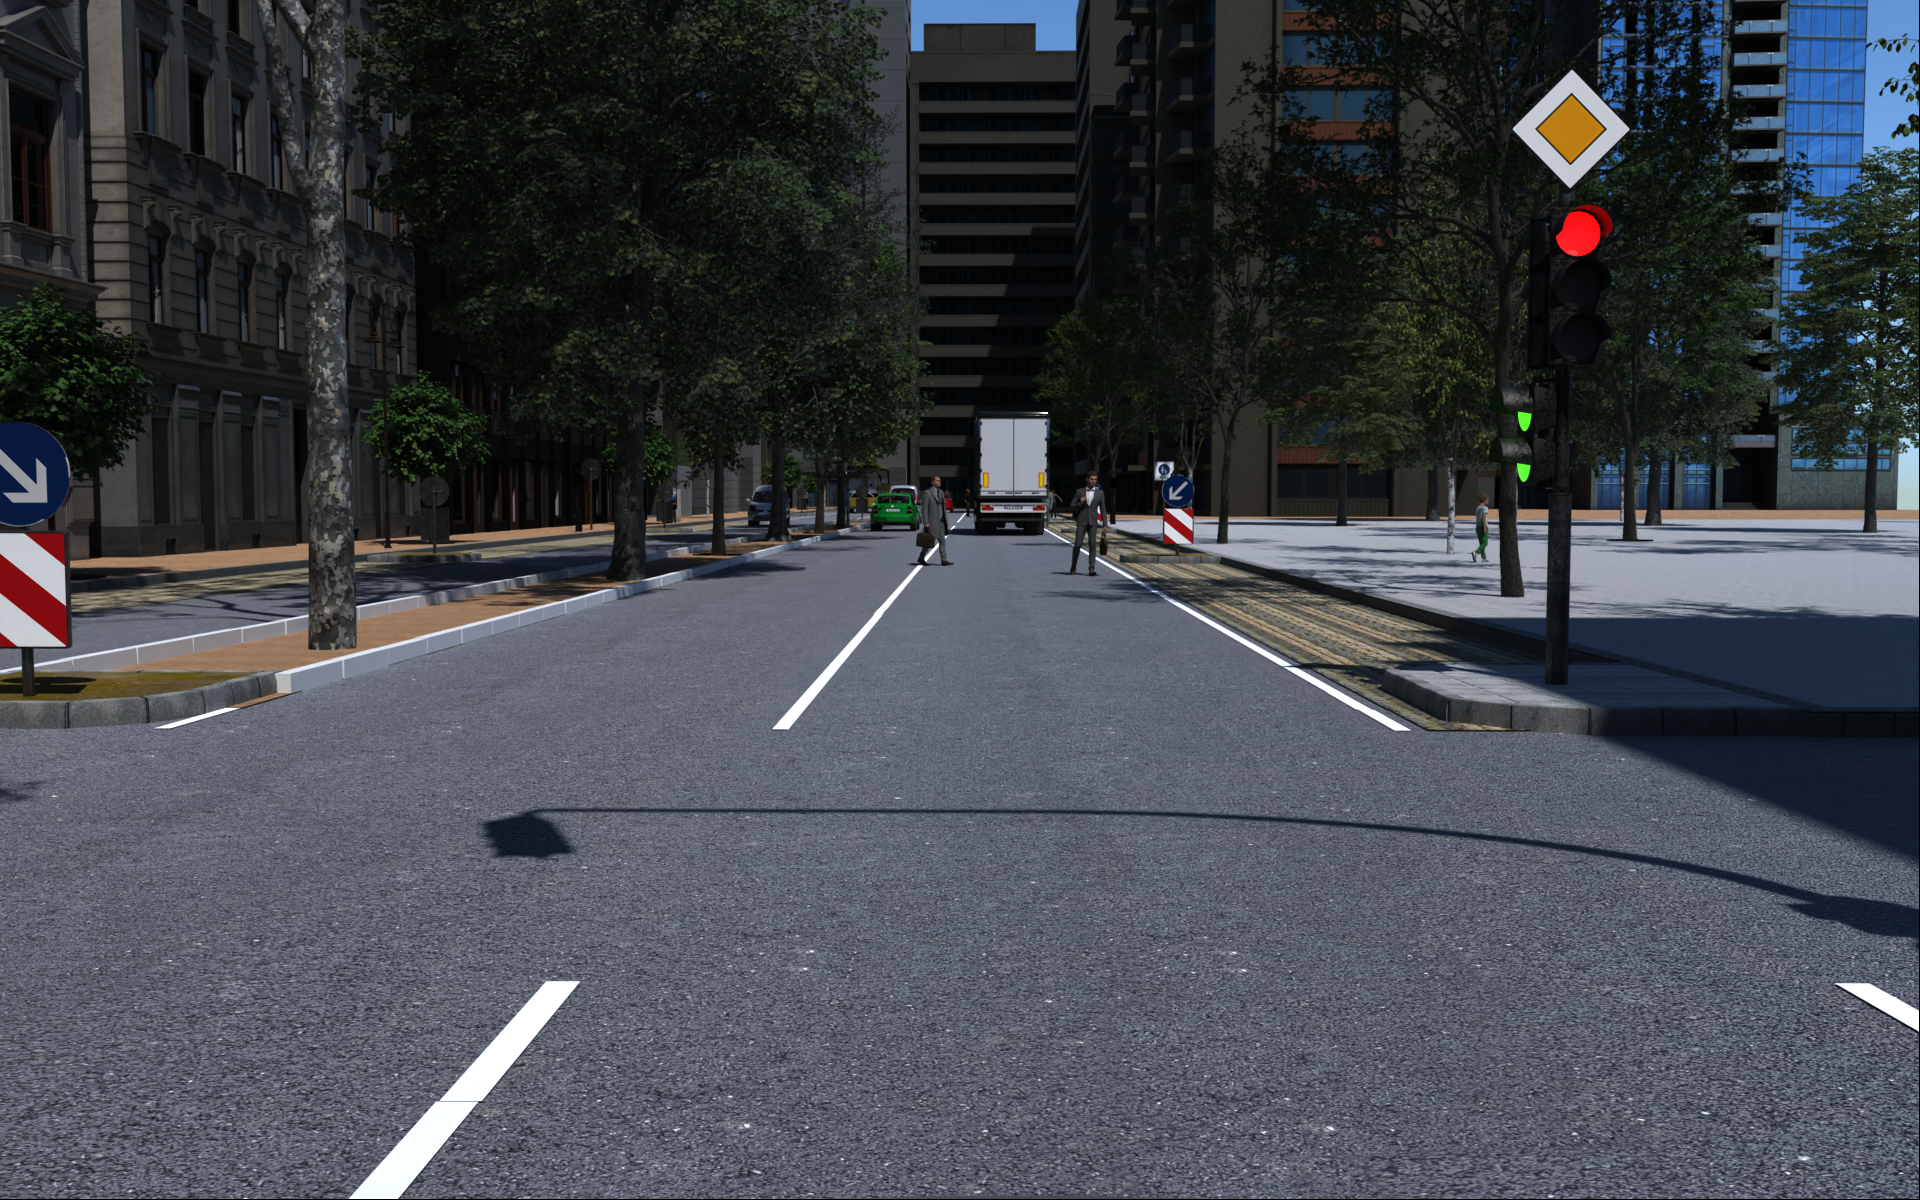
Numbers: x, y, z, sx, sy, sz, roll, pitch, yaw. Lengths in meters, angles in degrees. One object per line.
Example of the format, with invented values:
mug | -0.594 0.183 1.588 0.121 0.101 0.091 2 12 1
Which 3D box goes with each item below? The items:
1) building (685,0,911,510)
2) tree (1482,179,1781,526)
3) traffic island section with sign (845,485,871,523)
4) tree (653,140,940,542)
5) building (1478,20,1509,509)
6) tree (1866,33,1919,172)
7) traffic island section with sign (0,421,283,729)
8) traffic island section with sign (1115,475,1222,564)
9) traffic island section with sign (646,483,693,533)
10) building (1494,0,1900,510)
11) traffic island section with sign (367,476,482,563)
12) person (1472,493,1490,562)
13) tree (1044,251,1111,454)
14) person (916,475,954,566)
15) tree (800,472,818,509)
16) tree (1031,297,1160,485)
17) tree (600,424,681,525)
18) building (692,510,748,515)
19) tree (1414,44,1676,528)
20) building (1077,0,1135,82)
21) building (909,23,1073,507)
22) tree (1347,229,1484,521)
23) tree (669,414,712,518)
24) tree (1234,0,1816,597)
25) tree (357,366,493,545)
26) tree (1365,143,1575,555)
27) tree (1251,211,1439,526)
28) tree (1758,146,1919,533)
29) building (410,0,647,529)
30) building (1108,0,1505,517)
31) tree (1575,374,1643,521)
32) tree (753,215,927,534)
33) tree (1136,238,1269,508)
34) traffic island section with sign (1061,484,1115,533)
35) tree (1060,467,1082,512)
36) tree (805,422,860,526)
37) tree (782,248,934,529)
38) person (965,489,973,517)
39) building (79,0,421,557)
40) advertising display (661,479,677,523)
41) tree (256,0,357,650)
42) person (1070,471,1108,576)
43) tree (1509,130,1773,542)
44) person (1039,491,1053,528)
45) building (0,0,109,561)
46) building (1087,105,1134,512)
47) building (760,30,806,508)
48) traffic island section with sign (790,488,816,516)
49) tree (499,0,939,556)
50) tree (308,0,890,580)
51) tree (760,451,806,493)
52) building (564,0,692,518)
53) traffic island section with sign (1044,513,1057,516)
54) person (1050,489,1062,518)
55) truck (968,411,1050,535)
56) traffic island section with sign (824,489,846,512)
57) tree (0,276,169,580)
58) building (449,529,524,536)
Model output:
building | -19.246 -39.149 182.088 28.212 58.520 21.231 0 4 1
tree | 28.011 -9.955 69.421 9.857 13.997 8.962 0 3 0
traffic island section with sign | -4.946 -4.802 86.643 2.006 1.907 1.989 0 4 1
tree | -5.479 -8.103 51.957 9.611 12.733 9.660 0 3 0
building | 38.619 -30.723 152.426 14.200 45.320 14.600 0 4 1
tree | 9.842 -3.893 14.010 4.737 8.622 4.395 0 3 0
traffic island section with sign | -5.894 -0.206 11.510 2.006 1.907 1.989 0 4 1
traffic island section with sign | 4.379 -1.694 36.320 1.989 1.847 2.006 0 4 1
traffic island section with sign | -10.991 -3.403 64.262 1.989 1.847 2.006 0 4 1
building | 61.240 -51.007 146.643 31.000 86.520 22.319 0 4 1
traffic island section with sign | -11.335 -1.731 36.927 1.989 1.847 2.006 0 4 1
person | 9.775 -1.358 32.493 0.590 1.304 0.306 -3 4 -38
tree | 6.709 -6.714 44.191 8.767 10.594 7.601 1 4 10
person | -0.488 -1.586 34.530 0.767 1.812 0.694 3 5 41
tree | -13.131 -9.546 150.673 1.663 3.219 1.824 0 3 0
tree | 7.236 -10.090 90.734 9.928 11.665 9.643 0 3 0
tree | -13.534 -5.492 73.502 4.285 4.588 4.351 0 3 0
building | -25.765 -35.063 115.275 21.231 58.520 28.212 0 4 1
tree | 9.344 -4.793 28.720 4.360 8.622 3.978 0 3 0
building | 21.147 -32.139 149.180 21.300 48.544 21.600 0 4 1
building | 5.670 -34.208 183.004 21.600 48.544 21.300 0 4 1
tree | 22.212 -10.685 81.347 9.857 13.997 8.962 0 3 0
tree | -13.407 -8.645 91.711 4.360 8.622 3.978 0 3 0
tree | 6.579 -5.322 21.434 7.601 10.594 8.767 1 4 17
tree | -13.862 -3.723 44.583 4.285 4.588 4.351 0 3 0
tree | 10.400 -5.257 36.319 4.737 8.622 4.395 0 3 0
tree | 15.357 -9.267 69.640 7.486 12.596 7.792 0 3 0
tree | 30.309 -8.471 56.630 7.486 12.596 7.792 0 3 0
building | -21.632 -15.106 76.660 12.332 23.373 15.834 0 4 1
building | 21.257 -27.852 110.004 22.147 44.769 28.867 0 4 1
tree | 31.094 -8.026 81.586 4.737 8.622 4.395 0 3 0
tree | -4.946 -8.173 61.835 9.928 11.665 9.643 0 3 0
tree | 6.941 -6.139 50.729 4.360 8.622 3.978 0 3 0
traffic island section with sign | 4.729 -3.366 63.657 1.989 1.847 2.006 0 4 1
tree | 7.564 -7.870 123.283 1.663 3.219 1.824 0 3 0
tree | -5.026 -7.623 77.451 4.360 8.622 3.978 0 3 0
tree | -4.962 -9.187 70.800 7.486 12.596 7.792 0 3 0
person | 0.587 -6.150 109.571 0.721 1.766 1.217 2 4 25
building | -21.194 -11.883 43.431 9.793 20.994 18.267 0 4 1
advertising display | -12.775 -4.333 76.052 0.123 1.923 0.974 2 4 29
tree | -6.995 -9.658 16.251 12.611 20.169 13.585 0 3 0
person | 2.253 -1.341 30.397 0.622 1.834 0.822 -1 4 -12
tree | 18.233 -7.415 46.998 9.928 11.665 9.643 0 3 0
person | 3.639 -3.968 73.477 0.635 1.810 0.391 1 4 15
building | -22.141 -11.466 23.619 11.583 22.565 21.152 0 4 1
building | 16.653 -22.034 131.954 14.160 30.474 14.107 0 4 1
building | -28.824 -30.277 149.660 28.867 44.769 22.147 0 4 1
traffic island section with sign | -10.366 -6.425 113.679 1.989 1.847 2.006 0 4 1
tree | -5.560 -7.753 39.582 12.009 13.543 11.850 0 3 0
tree | -5.545 -7.305 28.554 9.857 13.997 8.962 0 3 0
tree | -12.470 -8.540 123.335 4.285 4.588 4.351 0 3 0
building | -22.834 -19.715 94.039 14.160 30.474 14.107 0 4 1
traffic island section with sign | 5.365 -6.412 113.469 1.989 1.847 2.006 0 4 1
person | 5.440 -5.639 101.413 1.217 1.735 0.721 2 4 27
truck | 1.769 -4.613 64.337 2.839 4.237 11.283 0 4 0
traffic island section with sign | -10.006 -8.102 141.102 1.989 1.847 2.006 0 4 1
tree | -13.735 -2.604 26.293 4.285 4.588 4.351 0 3 0
building | -21.798 -14.136 60.803 12.332 23.373 15.834 0 4 1
